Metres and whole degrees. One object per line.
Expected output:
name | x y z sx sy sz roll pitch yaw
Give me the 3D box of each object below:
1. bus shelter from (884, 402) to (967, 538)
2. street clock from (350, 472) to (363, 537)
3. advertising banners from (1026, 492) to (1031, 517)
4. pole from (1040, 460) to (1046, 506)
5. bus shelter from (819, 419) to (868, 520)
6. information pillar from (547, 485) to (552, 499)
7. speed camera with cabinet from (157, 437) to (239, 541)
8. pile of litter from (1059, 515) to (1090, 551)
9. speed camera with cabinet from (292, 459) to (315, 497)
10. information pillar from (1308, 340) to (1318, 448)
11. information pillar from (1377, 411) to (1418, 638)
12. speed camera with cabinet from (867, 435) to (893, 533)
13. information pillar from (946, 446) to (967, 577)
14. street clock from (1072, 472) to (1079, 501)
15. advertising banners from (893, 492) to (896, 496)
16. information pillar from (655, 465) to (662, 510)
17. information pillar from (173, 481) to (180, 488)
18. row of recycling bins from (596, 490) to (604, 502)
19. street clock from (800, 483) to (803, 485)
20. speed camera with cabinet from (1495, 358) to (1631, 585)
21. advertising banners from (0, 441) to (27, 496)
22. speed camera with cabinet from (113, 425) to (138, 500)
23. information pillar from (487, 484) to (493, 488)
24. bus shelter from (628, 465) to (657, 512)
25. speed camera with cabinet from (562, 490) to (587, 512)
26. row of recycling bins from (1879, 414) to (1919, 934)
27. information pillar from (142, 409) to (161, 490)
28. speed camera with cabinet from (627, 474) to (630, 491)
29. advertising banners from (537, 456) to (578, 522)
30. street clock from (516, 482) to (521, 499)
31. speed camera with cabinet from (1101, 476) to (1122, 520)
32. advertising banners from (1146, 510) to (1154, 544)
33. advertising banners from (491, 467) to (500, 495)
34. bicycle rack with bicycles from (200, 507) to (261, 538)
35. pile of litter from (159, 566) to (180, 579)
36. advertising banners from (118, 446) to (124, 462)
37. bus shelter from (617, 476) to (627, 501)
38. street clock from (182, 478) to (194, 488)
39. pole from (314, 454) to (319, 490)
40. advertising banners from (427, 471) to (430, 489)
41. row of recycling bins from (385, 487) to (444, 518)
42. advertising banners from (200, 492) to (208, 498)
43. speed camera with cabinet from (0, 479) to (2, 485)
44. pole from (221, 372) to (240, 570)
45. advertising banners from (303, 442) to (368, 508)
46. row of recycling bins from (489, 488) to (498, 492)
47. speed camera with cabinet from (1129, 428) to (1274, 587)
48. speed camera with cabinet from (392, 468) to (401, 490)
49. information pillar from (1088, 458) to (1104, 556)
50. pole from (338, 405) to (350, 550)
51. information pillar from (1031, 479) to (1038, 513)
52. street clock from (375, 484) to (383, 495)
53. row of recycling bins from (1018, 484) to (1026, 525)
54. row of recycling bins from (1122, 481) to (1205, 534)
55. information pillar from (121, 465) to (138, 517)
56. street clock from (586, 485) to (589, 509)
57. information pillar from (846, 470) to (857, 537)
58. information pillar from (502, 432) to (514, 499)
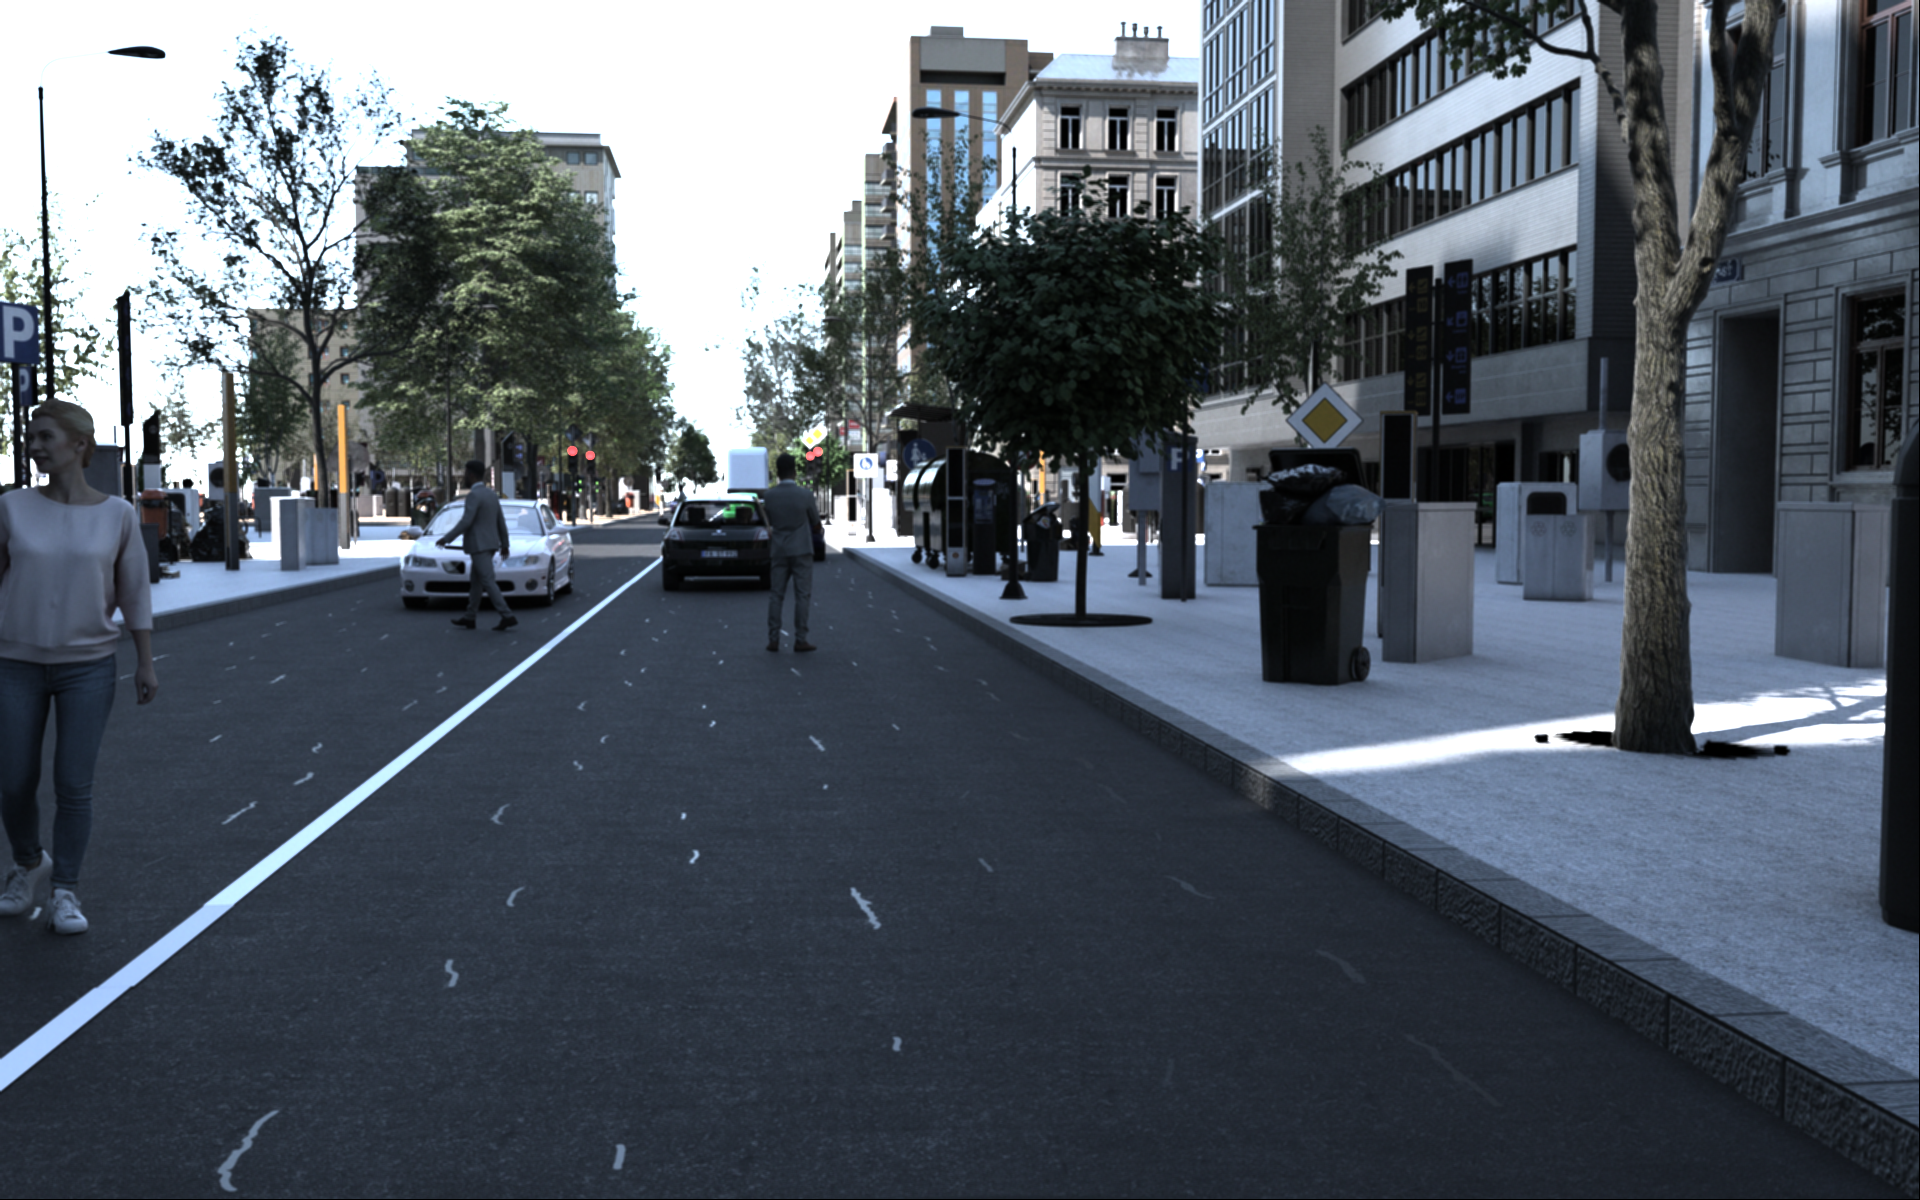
bus shelter | -0.964 -3.445 47.615 1.731 3.624 6.357 0 4 -7
street clock | -18.147 -2.895 51.896 0.471 2.002 0.358 0 4 6
advertising banners | 2.731 -5.559 87.070 2.074 3.025 0.090 0 4 -5
pole | 2.725 -3.866 57.058 0.158 3.312 0.155 0 3 0
bus shelter | -6.040 -6.863 89.836 2.179 5.291 8.768 0 4 -7
information pillar | -31.547 -7.866 133.093 0.304 2.012 0.304 -2 4 -35
speed camera with cabinet | -20.937 -3.254 47.535 2.038 3.252 0.660 0 4 -6
pile of litter | 2.477 -1.583 39.847 1.176 0.858 1.719 1 4 19
speed camera with cabinet | -36.640 -6.251 96.547 0.660 3.252 2.038 0 4 5
information pillar | 5.419 -2.158 26.645 0.183 3.616 0.504 0 4 4
information pillar | 3.904 -0.671 15.457 0.304 2.012 0.304 1 4 19
speed camera with cabinet | -2.724 -3.854 57.351 0.660 3.252 2.038 -1 4 -10
information pillar | -0.052 -1.368 26.864 0.304 2.012 0.304 0 4 6
street clock | 3.886 -3.253 57.750 0.358 2.002 0.471 -1 4 -9
advertising banners | -3.766 -6.905 109.080 0.090 3.025 2.074 1 4 20
information pillar | -23.945 -8.946 137.615 0.504 3.616 0.183 -1 4 -14
information pillar | -42.741 -5.507 94.525 0.304 2.012 0.304 0 4 -2
row of recycling bins | -28.981 -8.513 146.293 3.534 1.692 1.069 0 4 -6
street clock | -8.502 -5.389 92.675 0.358 2.002 0.471 1 4 12
speed camera with cabinet | 8.739 -1.865 24.831 2.038 3.252 0.660 -1 4 -17
advertising banners | -32.768 -3.891 59.801 0.090 3.025 2.074 0 4 -6
speed camera with cabinet | -23.942 -3.328 48.747 0.660 3.252 2.038 0 4 4
information pillar | -33.254 -7.225 122.624 0.304 2.012 0.304 1 4 22
bus shelter | -23.621 -9.154 127.305 2.179 5.291 8.768 0 4 -7
speed camera with cabinet | -27.521 -7.861 122.866 2.038 3.252 0.660 -2 4 -32
row of recycling bins | 3.646 0.200 3.846 1.069 1.692 3.534 -1 4 -21
information pillar | -22.399 -3.468 48.061 0.504 3.616 0.183 0 4 7
speed camera with cabinet | -25.311 -8.478 132.950 0.660 3.252 2.038 0 4 -2
advertising banners | -18.511 -5.084 79.316 2.074 3.025 0.090 -3 4 -37
street clock | -26.916 -6.147 105.069 0.471 2.002 0.358 -3 5 -40
speed camera with cabinet | 7.547 -5.596 85.824 0.660 3.252 2.038 -3 5 -41
advertising banners | 4.909 -3.015 45.476 0.090 3.025 2.074 0 4 -1
advertising banners | -29.847 -7.045 111.370 0.090 3.025 2.074 -2 4 -28
bicycle rack with bicycles | -21.716 -2.265 50.417 2.925 0.926 2.852 2 4 27
pile of litter | -12.733 -0.772 26.591 1.719 0.858 1.176 3 5 43
advertising banners | -31.200 -4.087 63.016 2.074 3.025 0.090 1 4 18
bus shelter | -27.085 -9.034 141.625 2.014 3.302 5.546 0 4 -7
street clock | -34.890 -4.509 78.288 0.471 2.002 0.358 -2 4 -32
pole | -32.728 -5.767 88.126 0.158 3.312 0.155 0 3 0
advertising banners | -40.802 -8.397 133.484 0.090 3.025 2.074 0 4 -4
row of recycling bins | -29.903 -5.368 94.880 3.534 1.692 1.069 1 4 15
advertising banners | -56.842 -8.275 131.488 2.074 3.025 0.090 1 4 14
speed camera with cabinet | -54.253 -6.316 97.603 0.660 3.252 2.038 -2 4 -33
pole | -12.271 -2.157 29.117 0.158 3.312 0.155 0 3 0
advertising banners | -20.928 -3.787 58.112 2.074 3.025 0.090 -2 4 -25
row of recycling bins | -31.400 -6.644 115.744 1.069 1.692 3.534 -1 4 -13
speed camera with cabinet | 3.418 -1.829 24.242 2.038 3.252 0.660 1 4 15
speed camera with cabinet | -42.648 -8.377 131.293 0.660 3.252 2.038 -1 4 -22
information pillar | 2.806 -2.740 36.147 0.183 3.616 0.504 -2 4 -27
pole | -14.121 -2.805 39.704 0.158 3.312 0.155 0 3 0
information pillar | 3.710 -5.016 86.502 0.304 2.012 0.304 -1 4 -16
street clock | -42.205 -7.416 125.827 0.471 2.002 0.358 1 4 12
row of recycling bins | 0.945 -3.913 71.090 3.534 1.692 1.069 0 4 -4
row of recycling bins | 6.586 -3.011 56.341 1.069 1.692 3.534 -3 4 -38
information pillar | -20.823 -2.382 43.444 0.304 2.012 0.304 -1 4 -15
street clock | -31.258 -8.608 145.309 0.358 2.002 0.471 2 4 31
information pillar | -3.275 -2.933 52.441 0.304 2.012 0.304 -1 4 -10
information pillar | -16.814 -4.472 64.478 0.183 3.616 0.504 3 4 38
